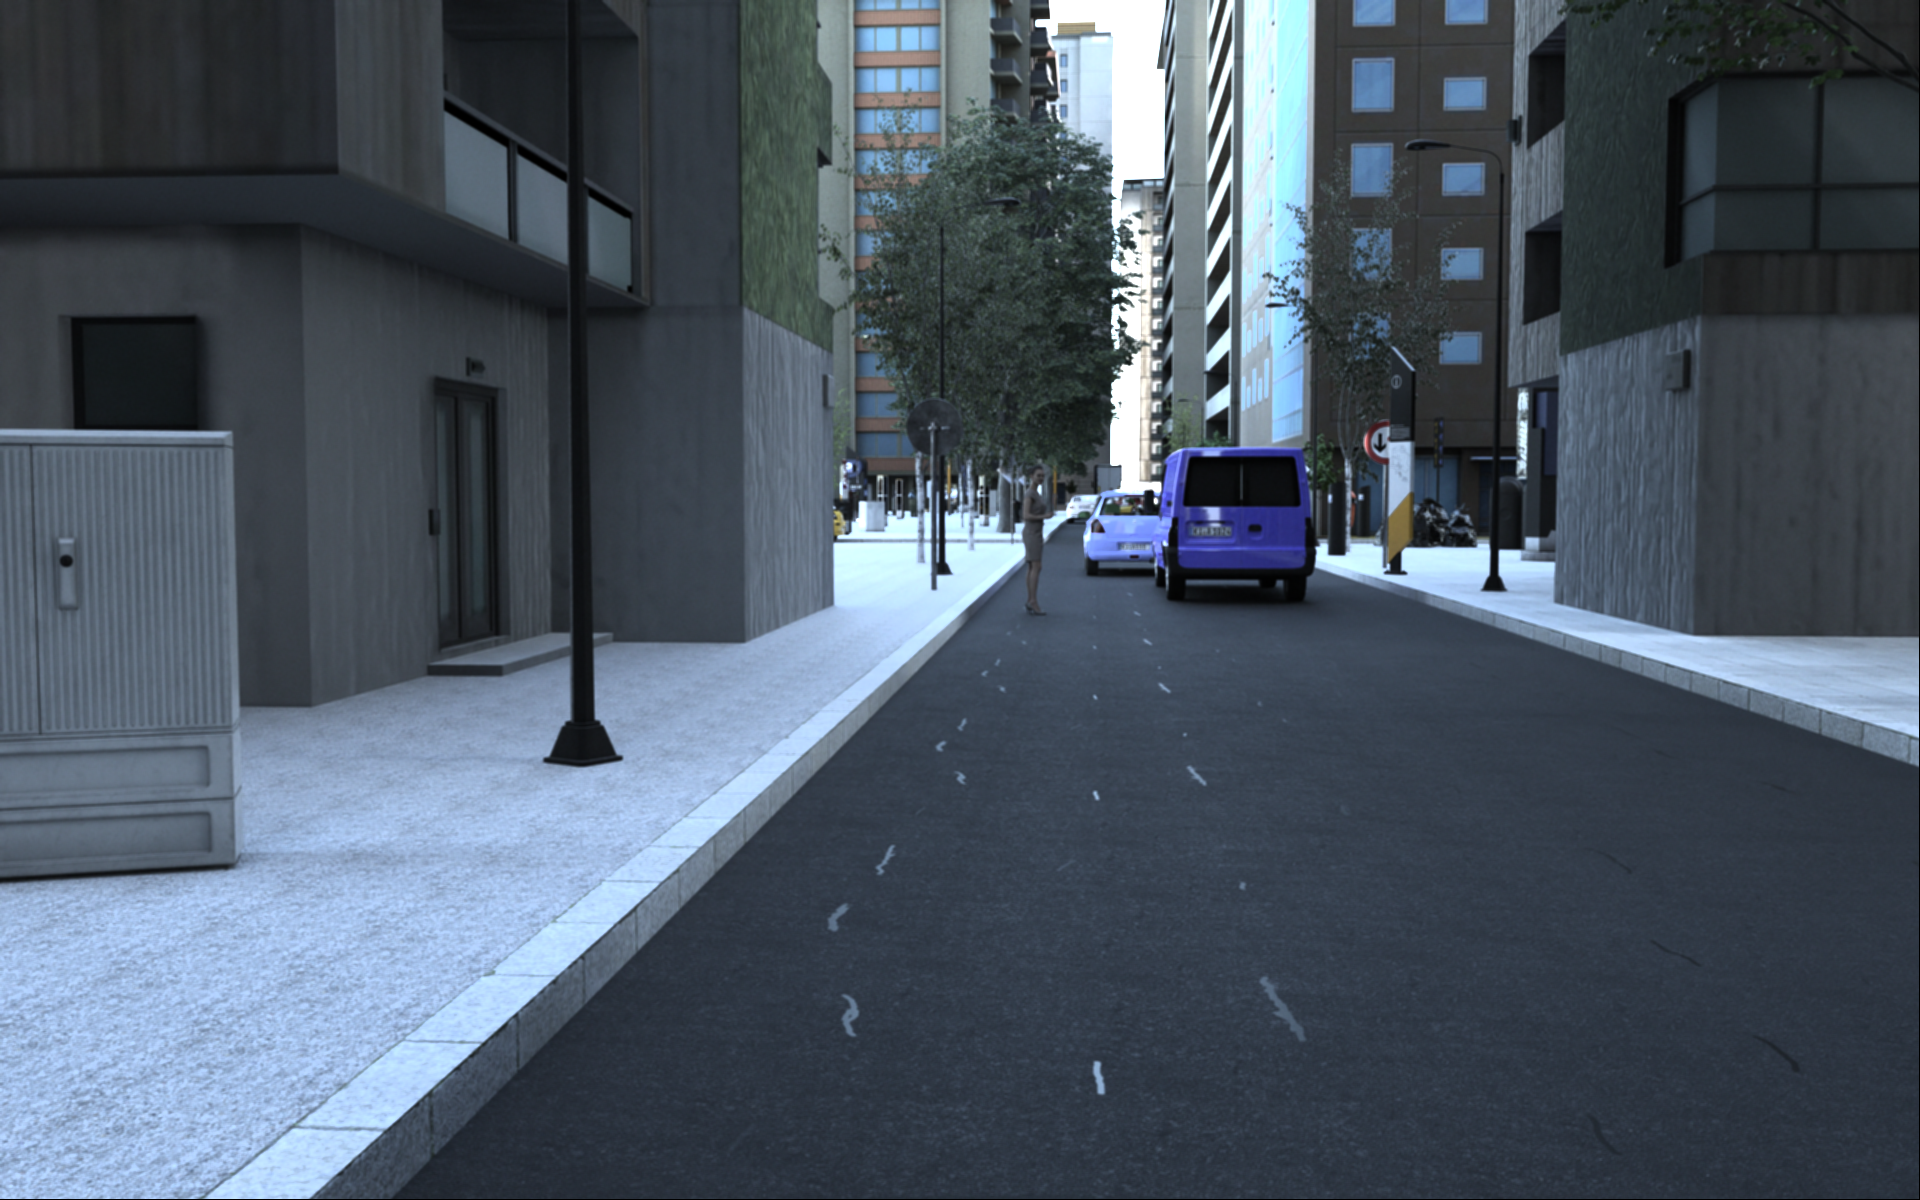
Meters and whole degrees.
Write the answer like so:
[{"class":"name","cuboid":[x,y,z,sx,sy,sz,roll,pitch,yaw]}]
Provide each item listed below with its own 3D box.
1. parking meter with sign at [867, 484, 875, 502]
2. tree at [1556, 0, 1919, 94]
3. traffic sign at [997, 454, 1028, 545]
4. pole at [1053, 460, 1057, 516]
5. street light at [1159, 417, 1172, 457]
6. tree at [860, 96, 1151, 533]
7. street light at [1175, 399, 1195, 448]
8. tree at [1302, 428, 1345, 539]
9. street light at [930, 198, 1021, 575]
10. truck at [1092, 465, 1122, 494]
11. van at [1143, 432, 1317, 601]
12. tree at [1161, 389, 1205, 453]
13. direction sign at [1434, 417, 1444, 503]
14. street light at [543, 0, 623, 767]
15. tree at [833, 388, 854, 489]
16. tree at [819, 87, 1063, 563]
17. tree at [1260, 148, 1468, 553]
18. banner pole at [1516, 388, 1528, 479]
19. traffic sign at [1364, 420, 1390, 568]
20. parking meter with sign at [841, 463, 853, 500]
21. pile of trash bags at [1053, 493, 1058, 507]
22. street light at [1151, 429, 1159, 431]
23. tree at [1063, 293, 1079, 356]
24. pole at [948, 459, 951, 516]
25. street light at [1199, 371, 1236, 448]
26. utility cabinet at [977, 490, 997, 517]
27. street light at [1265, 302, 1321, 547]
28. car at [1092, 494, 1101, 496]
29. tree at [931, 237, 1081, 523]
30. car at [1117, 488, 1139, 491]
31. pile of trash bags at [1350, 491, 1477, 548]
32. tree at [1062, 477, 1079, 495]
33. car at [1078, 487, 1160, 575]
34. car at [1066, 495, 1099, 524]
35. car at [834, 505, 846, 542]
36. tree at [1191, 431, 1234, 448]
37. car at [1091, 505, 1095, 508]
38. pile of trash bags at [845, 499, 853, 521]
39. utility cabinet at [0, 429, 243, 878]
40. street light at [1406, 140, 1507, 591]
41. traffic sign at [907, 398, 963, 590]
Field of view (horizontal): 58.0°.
[{"class":"parking meter with sign","cuboid":[-6.781,-7.998,127.031,0.543,3.016,1.738,2,4,25]},{"class":"tree","cuboid":[7.039,-5.162,10.152,9.928,11.665,9.643,0,3,0]},{"class":"traffic sign","cuboid":[1.311,-2.425,43.290,0.795,2.450,0.064,0,4,4]},{"class":"pole","cuboid":[5.461,-6.458,99.430,0.158,3.312,0.155,0,3,0]},{"class":"street light","cuboid":[12.910,-8.044,104.065,1.470,5.913,1.316,0,4,4]},{"class":"tree","cuboid":[1.620,-9.192,56.952,9.857,13.997,8.962,0,3,0]},{"class":"street light","cuboid":[11.303,-6.861,84.724,1.470,5.913,1.316,0,4,4]},{"class":"tree","cuboid":[10.487,-3.390,50.025,1.663,3.219,1.824,0,3,0]},{"class":"street light","cuboid":[0.250,-3.352,27.342,1.470,5.913,1.316,0,4,4]},{"class":"truck","cuboid":[14.432,-11.061,169.766,2.839,4.237,11.283,0,4,3]},{"class":"van","cuboid":[3.835,-1.262,25.016,2.240,2.365,5.245,0,4,4]},{"class":"tree","cuboid":[15.798,-10.387,120.185,4.737,8.622,4.395,0,3,0]},{"class":"direction sign","cuboid":[14.171,-3.629,51.331,0.379,3.537,0.876,0,4,0]},{"class":"street light","cuboid":[-1.271,-2.174,8.094,1.470,5.913,1.316,0,4,4]},{"class":"tree","cuboid":[-8.772,-9.993,113.748,4.737,8.622,4.395,0,3,0]},{"class":"tree","cuboid":[-0.662,-4.975,31.710,4.360,8.622,3.978,0,3,0]},{"class":"tree","cuboid":[8.736,-5.344,37.735,4.360,8.622,3.978,0,3,0]},{"class":"banner pole","cuboid":[11.655,-2.786,35.572,0.401,3.779,0.863,-1,4,-15]},{"class":"traffic sign","cuboid":[7.346,-1.821,29.875,0.768,2.556,0.104,1,4,9]},{"class":"parking meter with sign","cuboid":[-6.266,-6.038,94.989,0.543,3.016,1.738,0,4,6]},{"class":"pile of trash bags","cuboid":[5.071,-6.419,114.699,3.447,1.369,1.912,-3,4,-38]},{"class":"street light","cuboid":[14.400,-9.292,124.459,1.470,5.913,1.316,0,4,4]},{"class":"tree","cuboid":[0.331,-5.412,38.853,4.360,8.622,3.978,0,3,0]},{"class":"pole","cuboid":[-0.627,-6.611,101.926,0.158,3.312,0.155,0,3,0]},{"class":"street light","cuboid":[9.809,-5.668,65.207,1.470,5.913,1.316,0,4,4]},{"class":"utility cabinet","cuboid":[1.480,-5.295,95.252,1.173,1.500,0.318,-3,5,-41]},{"class":"street light","cuboid":[8.094,-4.254,42.100,1.470,5.913,1.316,0,4,4]},{"class":"car","cuboid":[10.868,-7.620,136.594,2.014,1.417,4.499,0,4,3]},{"class":"tree","cuboid":[2.470,-9.741,77.398,7.486,12.596,7.792,0,3,0]},{"class":"car","cuboid":[11.366,-6.637,117.192,2.281,1.827,5.304,0,4,4]},{"class":"pile of trash bags","cuboid":[10.685,-1.978,42.088,3.447,1.369,1.912,-1,4,-9]},{"class":"tree","cuboid":[12.585,-12.239,194.710,1.663,3.219,1.824,0,3,0]},{"class":"car","cuboid":[3.137,-1.357,31.785,1.945,1.707,3.694,0,4,3]},{"class":"car","cuboid":[6.240,-4.466,85.380,2.083,1.381,4.827,0,4,6]},{"class":"car","cuboid":[-5.254,-2.381,49.149,3.980,1.641,2.015,0,4,5]},{"class":"tree","cuboid":[12.914,-6.348,87.503,4.285,4.588,4.351,0,3,0]},{"class":"car","cuboid":[6.108,-3.504,67.513,2.015,1.641,3.980,0,4,5]},{"class":"pile of trash bags","cuboid":[-6.757,-4.463,82.714,1.912,1.369,3.447,3,5,42]},{"class":"utility cabinet","cuboid":[-3.071,0.175,5.816,1.173,1.500,0.318,-1,4,-18]},{"class":"street light","cuboid":[6.547,-3.077,22.854,1.470,5.913,1.316,0,4,4]},{"class":"traffic sign","cuboid":[-0.349,-1.407,23.106,0.768,2.556,0.104,1,4,13]}]
